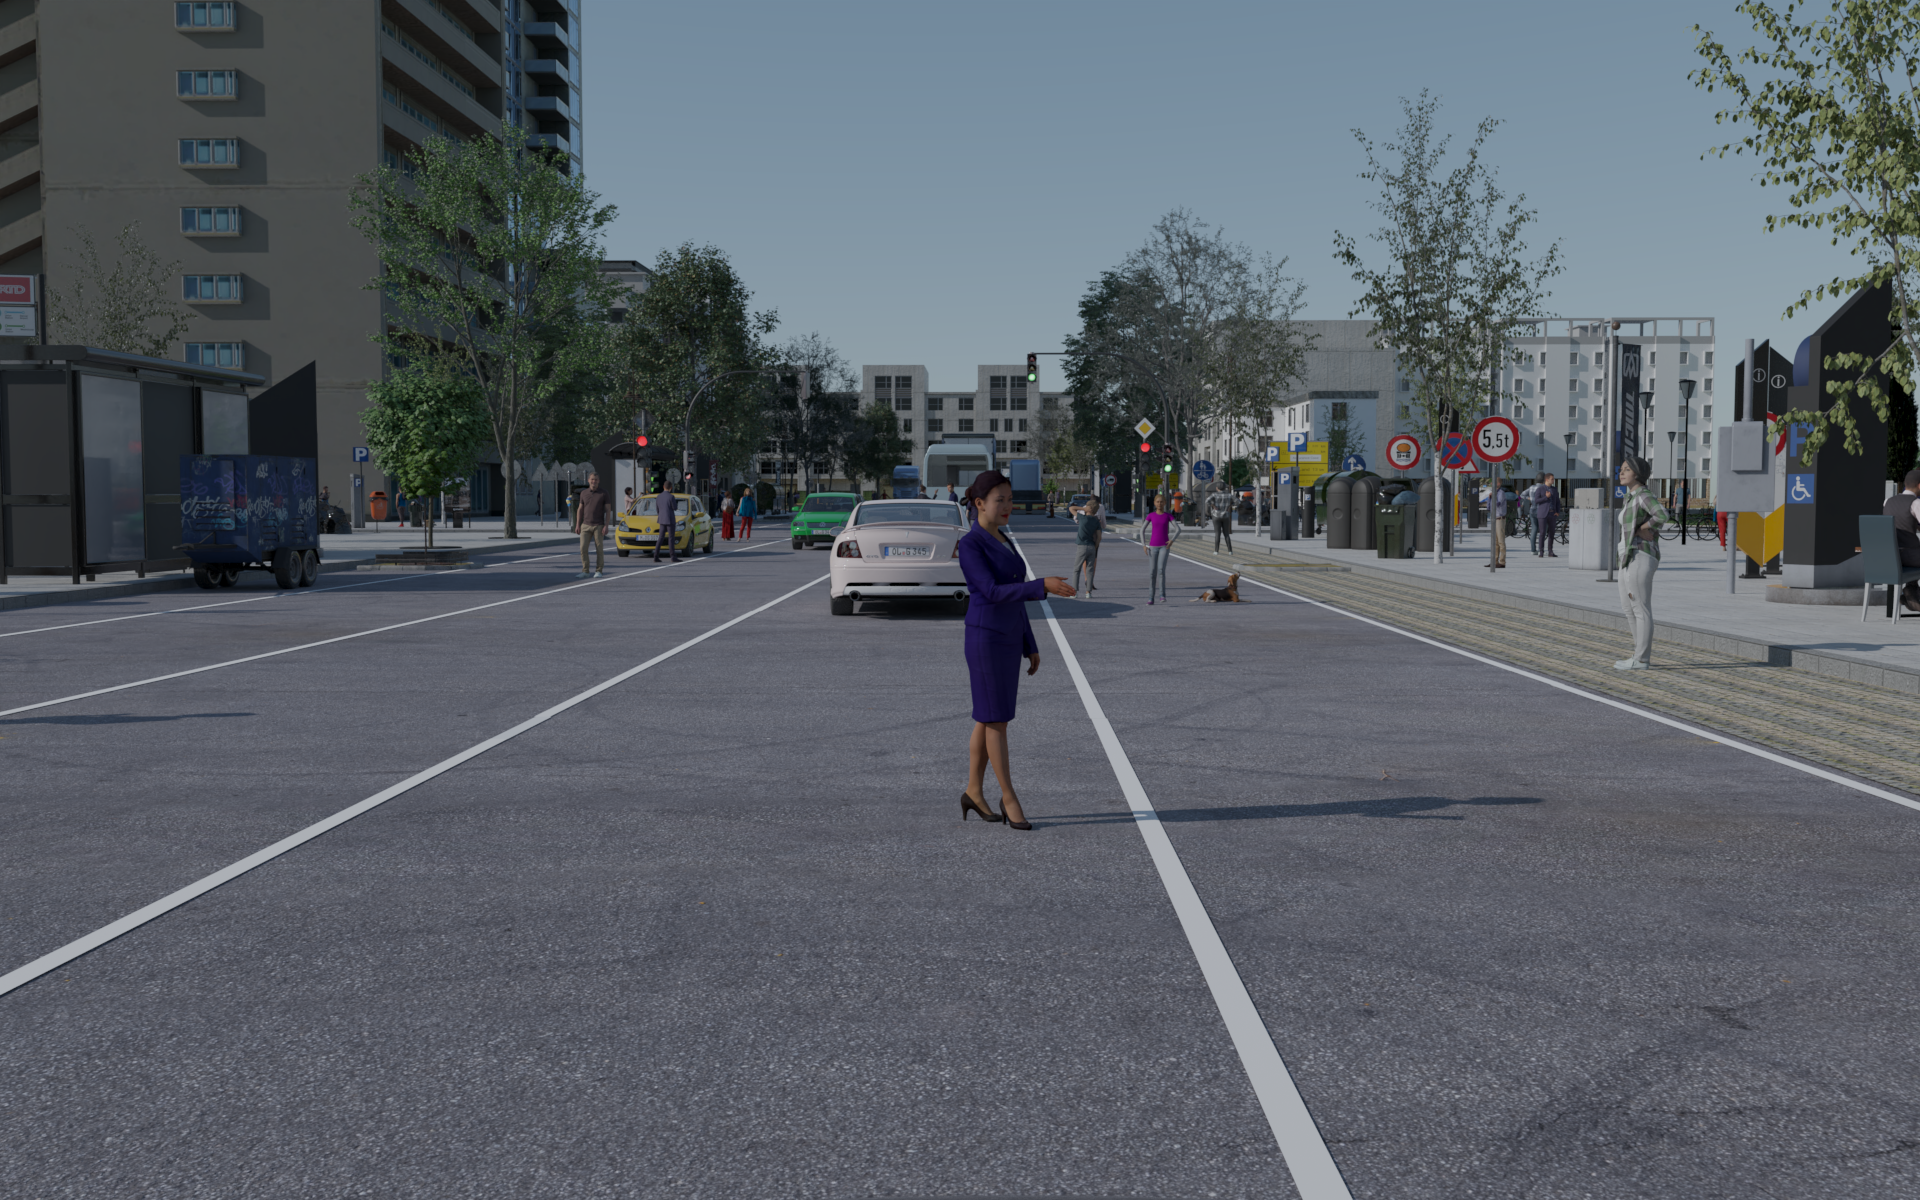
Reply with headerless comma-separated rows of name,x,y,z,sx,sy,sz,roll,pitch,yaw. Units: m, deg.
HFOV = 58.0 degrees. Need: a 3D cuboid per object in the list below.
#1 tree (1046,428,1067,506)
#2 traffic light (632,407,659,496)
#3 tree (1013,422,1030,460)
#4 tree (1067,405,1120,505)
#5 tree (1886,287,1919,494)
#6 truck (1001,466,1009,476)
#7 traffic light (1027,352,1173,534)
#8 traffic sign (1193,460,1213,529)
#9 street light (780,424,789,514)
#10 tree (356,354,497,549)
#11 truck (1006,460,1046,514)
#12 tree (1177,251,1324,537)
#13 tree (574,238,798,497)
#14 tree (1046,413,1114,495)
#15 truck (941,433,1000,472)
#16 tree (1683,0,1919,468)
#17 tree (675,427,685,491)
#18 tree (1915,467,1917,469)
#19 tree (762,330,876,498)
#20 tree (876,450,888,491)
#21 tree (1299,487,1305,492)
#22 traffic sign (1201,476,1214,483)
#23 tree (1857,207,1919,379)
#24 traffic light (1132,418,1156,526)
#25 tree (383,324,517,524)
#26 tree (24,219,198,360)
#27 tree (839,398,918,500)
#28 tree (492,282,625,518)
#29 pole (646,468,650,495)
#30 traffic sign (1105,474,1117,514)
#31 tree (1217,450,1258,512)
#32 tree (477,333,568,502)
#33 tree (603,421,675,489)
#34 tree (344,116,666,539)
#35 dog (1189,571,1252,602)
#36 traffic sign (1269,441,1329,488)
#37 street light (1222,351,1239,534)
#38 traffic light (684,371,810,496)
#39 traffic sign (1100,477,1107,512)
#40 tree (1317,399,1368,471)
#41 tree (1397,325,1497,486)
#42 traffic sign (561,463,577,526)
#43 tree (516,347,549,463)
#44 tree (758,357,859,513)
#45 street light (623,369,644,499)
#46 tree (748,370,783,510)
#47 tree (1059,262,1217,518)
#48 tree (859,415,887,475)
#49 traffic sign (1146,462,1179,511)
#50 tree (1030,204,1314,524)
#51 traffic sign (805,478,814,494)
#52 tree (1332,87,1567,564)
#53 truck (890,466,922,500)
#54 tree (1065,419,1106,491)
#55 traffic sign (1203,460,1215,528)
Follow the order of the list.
tree,11.117,-14.323,184.539,4.737,8.622,4.395,0,3,0
traffic light,-10.172,-4.098,55.919,0.839,4.253,0.868,0,4,1
tree,11.678,-18.417,211.495,12.009,13.543,11.850,0,3,0
tree,11.200,-11.205,133.558,4.737,8.622,4.395,0,3,0
tree,64.503,-13.107,116.128,13.155,14.587,18.604,-1,4,-9
truck,5.671,-11.692,180.085,2.839,4.237,11.283,0,4,3
traffic light,4.514,-4.945,55.519,4.771,5.953,1.251,0,4,1
traffic sign,8.993,-3.920,64.202,0.768,2.556,0.104,0,4,2
street light,-11.177,-8.439,110.765,0.468,5.910,1.993,0,4,1
tree,-12.565,-3.492,40.813,4.285,4.588,4.351,0,3,0
truck,4.952,-8.532,129.256,2.967,4.110,18.799,0,4,1
tree,8.732,-6.204,51.796,4.360,8.622,3.978,0,3,0
tree,-12.062,-9.834,77.791,9.611,12.733,9.660,0,3,0
tree,12.279,-14.741,175.420,7.601,10.594,8.767,0,4,0
truck,0.541,-5.913,85.597,2.839,4.237,11.283,0,4,2
tree,8.634,-3.937,14.740,4.737,8.622,4.395,0,3,0
tree,-22.639,-10.997,130.163,4.360,8.622,3.978,0,3,0
tree,37.474,-4.406,66.637,1.663,3.219,1.824,0,3,0
tree,-11.449,-13.415,129.705,12.009,13.543,11.850,0,3,0
tree,-10.129,-16.197,215.182,4.360,8.622,3.978,0,3,0
tree,21.176,-7.001,109.060,1.663,3.219,1.824,0,3,0
traffic sign,14.282,-6.114,100.068,0.768,2.556,0.104,0,4,6
tree,19.800,-5.076,33.358,4.360,8.622,3.978,0,3,0
traffic light,6.757,-4.568,63.605,0.839,4.253,0.868,0,4,1
tree,-22.383,-7.572,74.159,4.737,8.622,4.395,0,3,0
tree,-22.442,-5.830,45.676,4.360,8.622,3.978,0,3,0
tree,-9.758,-17.694,206.305,9.611,12.733,9.660,0,3,0
tree,-21.109,-10.635,92.001,7.486,12.596,7.792,0,3,0
pole,-12.018,-4.443,66.490,0.158,3.312,0.155,0,3,0
traffic sign,9.539,-6.706,109.755,0.768,2.556,0.104,0,4,8
tree,20.632,-8.816,127.861,4.285,4.588,4.351,0,3,0
tree,-20.233,-7.891,79.375,4.360,8.622,3.978,0,3,0
tree,-21.561,-9.855,111.490,4.360,8.622,3.978,0,3,0
tree,-13.015,-7.553,49.248,9.928,11.665,9.643,0,3,0
dog,3.464,-0.172,23.010,0.748,0.427,0.550,3,5,44
traffic sign,12.918,-4.416,66.078,2.265,3.308,0.079,0,4,6
street light,8.613,-5.032,55.063,0.468,5.910,1.993,0,4,1
traffic light,-7.929,-5.458,63.898,4.771,5.953,1.251,0,4,1
traffic sign,10.549,-7.693,125.891,0.768,2.556,0.104,0,4,6
tree,29.522,-11.295,135.040,4.737,8.622,4.395,0,3,0
tree,20.871,-7.538,73.607,4.737,8.622,4.395,0,3,0
traffic sign,-15.768,-4.272,69.947,0.768,2.556,0.104,0,4,6
tree,-22.108,-8.217,84.704,4.737,8.622,4.395,0,3,0
tree,-11.641,-11.245,118.274,8.767,10.594,7.601,0,4,-6
street light,-12.066,-5.590,64.184,0.468,5.910,1.993,0,4,1
tree,-11.777,-9.016,97.775,4.360,8.622,3.978,0,3,0
tree,9.885,-11.484,94.412,9.857,13.997,8.962,0,3,0
tree,-11.238,-13.217,150.511,8.767,10.594,7.601,-3,5,-43
traffic sign,11.773,-6.621,102.132,2.265,3.308,0.079,1,4,9
tree,9.783,-10.020,74.200,12.009,13.543,11.850,0,3,0
traffic sign,-12.041,-8.461,138.439,0.768,2.556,0.104,0,4,6
tree,8.811,-4.965,31.547,4.360,8.622,3.978,0,3,0
truck,-4.861,-11.043,170.311,2.967,4.110,18.799,0,4,1
tree,11.466,-12.816,159.900,4.360,8.622,3.978,0,3,0
traffic sign,9.159,-3.963,64.909,0.768,2.556,0.104,0,4,6
